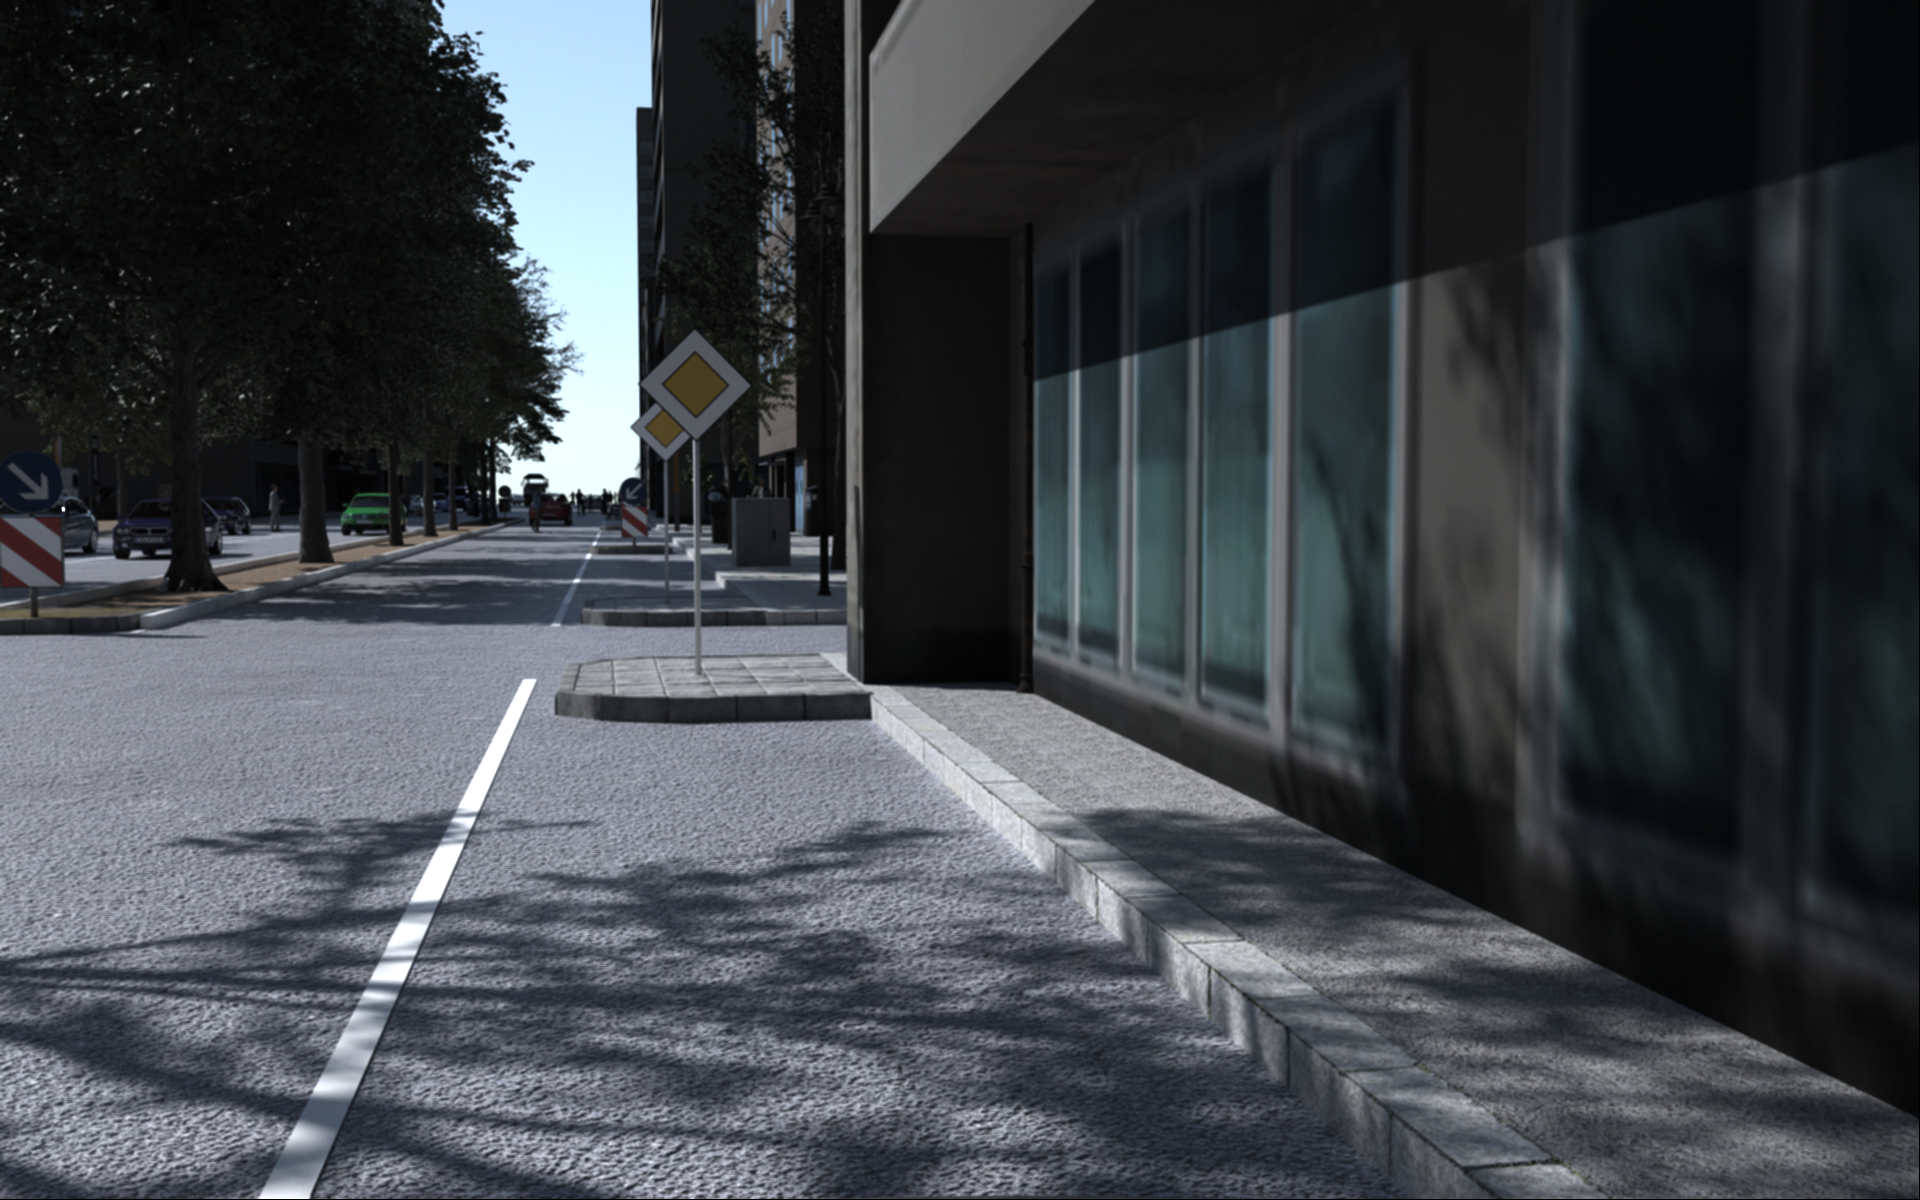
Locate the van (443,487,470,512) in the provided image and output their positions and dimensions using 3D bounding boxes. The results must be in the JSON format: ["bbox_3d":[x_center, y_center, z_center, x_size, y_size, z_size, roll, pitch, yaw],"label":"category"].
[{"bbox_3d":[-41.322,-8.415,141.973,2.240,2.365,5.245,-1,4,-12],"label":"van"}]

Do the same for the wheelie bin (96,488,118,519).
[{"bbox_3d":[-43.117,-4.876,87.623,0.980,1.594,0.693,-2,4,-34],"label":"wheelie bin"}]

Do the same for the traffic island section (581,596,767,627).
[{"bbox_3d":[-3.360,0.131,20.133,2.009,0.180,2.903,-1,4,-11],"label":"traffic island section"}]

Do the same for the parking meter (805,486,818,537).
[{"bbox_3d":[-4.446,-2.663,51.948,0.372,1.533,0.369,0,3,0],"label":"parking meter"}]

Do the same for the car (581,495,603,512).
[{"bbox_3d":[-30.396,-8.012,143.358,2.083,1.381,4.827,-1,4,-11],"label":"car"}]

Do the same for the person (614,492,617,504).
[{"bbox_3d":[-47.779,-14.090,239.583,0.721,1.735,1.217,-3,4,-37],"label":"person"}]

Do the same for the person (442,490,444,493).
[{"bbox_3d":[-45.385,-8.781,152.214,1.348,1.807,0.705,0,4,-8],"label":"person"}]

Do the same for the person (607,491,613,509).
[{"bbox_3d":[-34.191,-9.804,169.327,0.617,1.759,0.750,-1,4,-13],"label":"person"}]

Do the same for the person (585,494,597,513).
[{"bbox_3d":[-27.966,-7.303,131.135,0.991,1.433,0.599,-2,4,-24],"label":"person"}]

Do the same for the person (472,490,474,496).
[{"bbox_3d":[-50.484,-10.463,179.708,0.705,1.807,1.348,-1,4,-15],"label":"person"}]

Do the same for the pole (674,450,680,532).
[{"bbox_3d":[-9.630,-3.979,58.896,0.158,3.312,0.155,0,3,0],"label":"pole"}]

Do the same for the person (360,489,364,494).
[{"bbox_3d":[-33.431,-5.365,96.933,1.217,1.736,0.721,0,4,7],"label":"person"}]

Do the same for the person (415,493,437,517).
[{"bbox_3d":[-33.206,-6.096,107.800,1.348,1.869,0.705,-2,4,-30],"label":"person"}]

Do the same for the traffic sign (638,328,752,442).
[{"bbox_3d":[-1.836,-0.613,12.211,0.795,2.593,0.064,-1,4,-11],"label":"traffic sign"}]

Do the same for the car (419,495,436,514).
[{"bbox_3d":[-38.991,-6.899,125.159,2.083,1.381,4.827,-1,4,-10],"label":"car"}]

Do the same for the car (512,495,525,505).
[{"bbox_3d":[-58.653,-13.371,230.980,2.083,1.381,4.827,-1,4,-10],"label":"car"}]

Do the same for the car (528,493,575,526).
[{"bbox_3d":[-18.927,-4.350,80.169,2.155,1.783,4.494,-1,4,-10],"label":"car"}]

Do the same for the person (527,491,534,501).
[{"bbox_3d":[-45.818,-10.795,185.725,1.217,1.736,0.721,0,4,-1],"label":"person"}]

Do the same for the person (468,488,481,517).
[{"bbox_3d":[-30.158,-6.080,107.901,0.705,1.826,1.348,1,4,21],"label":"person"}]

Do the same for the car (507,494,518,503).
[{"bbox_3d":[-61.620,-14.023,239.065,2.009,1.686,4.222,-1,4,-10],"label":"car"}]

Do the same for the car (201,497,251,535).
[{"bbox_3d":[-26.297,-2.981,61.312,1.945,1.354,3.894,-1,4,-12],"label":"car"}]

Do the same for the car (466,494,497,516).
[{"bbox_3d":[-32.381,-6.447,117.413,2.014,1.417,4.499,-1,4,-11],"label":"car"}]

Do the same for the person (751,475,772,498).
[{"bbox_3d":[-5.681,-2.691,50.024,0.794,1.824,0.713,2,4,29],"label":"person"}]

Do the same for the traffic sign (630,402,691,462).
[{"bbox_3d":[-3.382,-1.092,20.046,0.795,2.593,0.064,-1,4,-11],"label":"traffic sign"}]

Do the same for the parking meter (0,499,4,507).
[{"bbox_3d":[-46.710,-4.810,84.349,0.255,1.863,0.399,-1,4,-16],"label":"parking meter"}]

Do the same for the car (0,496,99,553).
[{"bbox_3d":[-21.687,-1.762,40.807,2.014,1.417,4.499,-1,4,-12],"label":"car"}]

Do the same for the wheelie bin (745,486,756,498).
[{"bbox_3d":[-8.352,-3.861,71.037,0.693,1.594,0.980,2,4,28],"label":"wheelie bin"}]

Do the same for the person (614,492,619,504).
[{"bbox_3d":[-46.962,-14.074,238.611,1.348,1.824,0.705,-1,4,-15],"label":"person"}]

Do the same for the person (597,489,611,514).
[{"bbox_3d":[-25.364,-7.033,123.569,0.705,1.814,1.350,2,4,31],"label":"person"}]

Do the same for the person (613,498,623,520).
[{"bbox_3d":[-18.578,-5.099,95.088,0.991,1.433,0.599,1,4,16],"label":"person"}]

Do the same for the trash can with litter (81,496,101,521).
[{"bbox_3d":[-41.844,-4.400,83.329,0.624,1.170,1.055,0,4,3],"label":"trash can with litter"}]

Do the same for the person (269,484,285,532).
[{"bbox_3d":[-25.585,-3.438,64.905,0.583,1.804,0.606,-1,4,-22],"label":"person"}]

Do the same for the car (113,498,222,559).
[{"bbox_3d":[-18.144,-1.660,39.721,1.945,1.354,3.894,-1,4,-12],"label":"car"}]

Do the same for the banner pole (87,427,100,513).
[{"bbox_3d":[-32.498,-4.585,64.978,0.401,3.779,0.863,0,4,1],"label":"banner pole"}]

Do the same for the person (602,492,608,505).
[{"bbox_3d":[-41.132,-11.784,201.887,1.217,1.735,0.721,0,4,4],"label":"person"}]

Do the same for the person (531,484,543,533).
[{"bbox_3d":[-15.534,-3.350,63.611,0.444,1.785,0.601,1,4,13],"label":"person"}]

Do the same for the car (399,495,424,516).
[{"bbox_3d":[-35.963,-6.165,113.156,2.083,1.381,4.827,-1,4,-11],"label":"car"}]

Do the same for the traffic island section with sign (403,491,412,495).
[{"bbox_3d":[-45.084,-8.120,141.392,1.989,1.847,2.006,-1,4,-11],"label":"traffic island section with sign"}]

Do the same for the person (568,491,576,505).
[{"bbox_3d":[-49.185,-12.946,220.184,1.348,1.821,0.705,1,4,10],"label":"person"}]

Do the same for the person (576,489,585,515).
[{"bbox_3d":[-25.368,-6.549,116.027,0.568,1.767,0.683,3,5,44],"label":"person"}]

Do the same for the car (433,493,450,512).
[{"bbox_3d":[-41.170,-7.758,136.432,1.945,1.707,3.694,-1,4,-12],"label":"car"}]

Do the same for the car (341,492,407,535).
[{"bbox_3d":[-20.796,-3.226,61.539,1.959,1.807,4.718,-1,4,-10],"label":"car"}]

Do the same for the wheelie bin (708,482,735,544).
[{"bbox_3d":[-6.186,-2.272,45.060,0.693,1.594,0.980,0,4,0],"label":"wheelie bin"}]

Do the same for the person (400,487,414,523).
[{"bbox_3d":[-27.675,-4.755,86.594,0.532,1.782,0.716,2,4,29],"label":"person"}]

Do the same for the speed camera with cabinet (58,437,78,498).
[{"bbox_3d":[-30.605,-3.952,58.950,0.660,3.252,2.038,-1,4,-12],"label":"speed camera with cabinet"}]

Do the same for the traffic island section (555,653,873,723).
[{"bbox_3d":[-1.814,0.611,12.298,2.009,0.180,2.903,-1,4,-11],"label":"traffic island section"}]

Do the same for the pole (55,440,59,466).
[{"bbox_3d":[-34.221,-4.400,65.776,0.158,3.312,0.155,0,3,0],"label":"pole"}]
